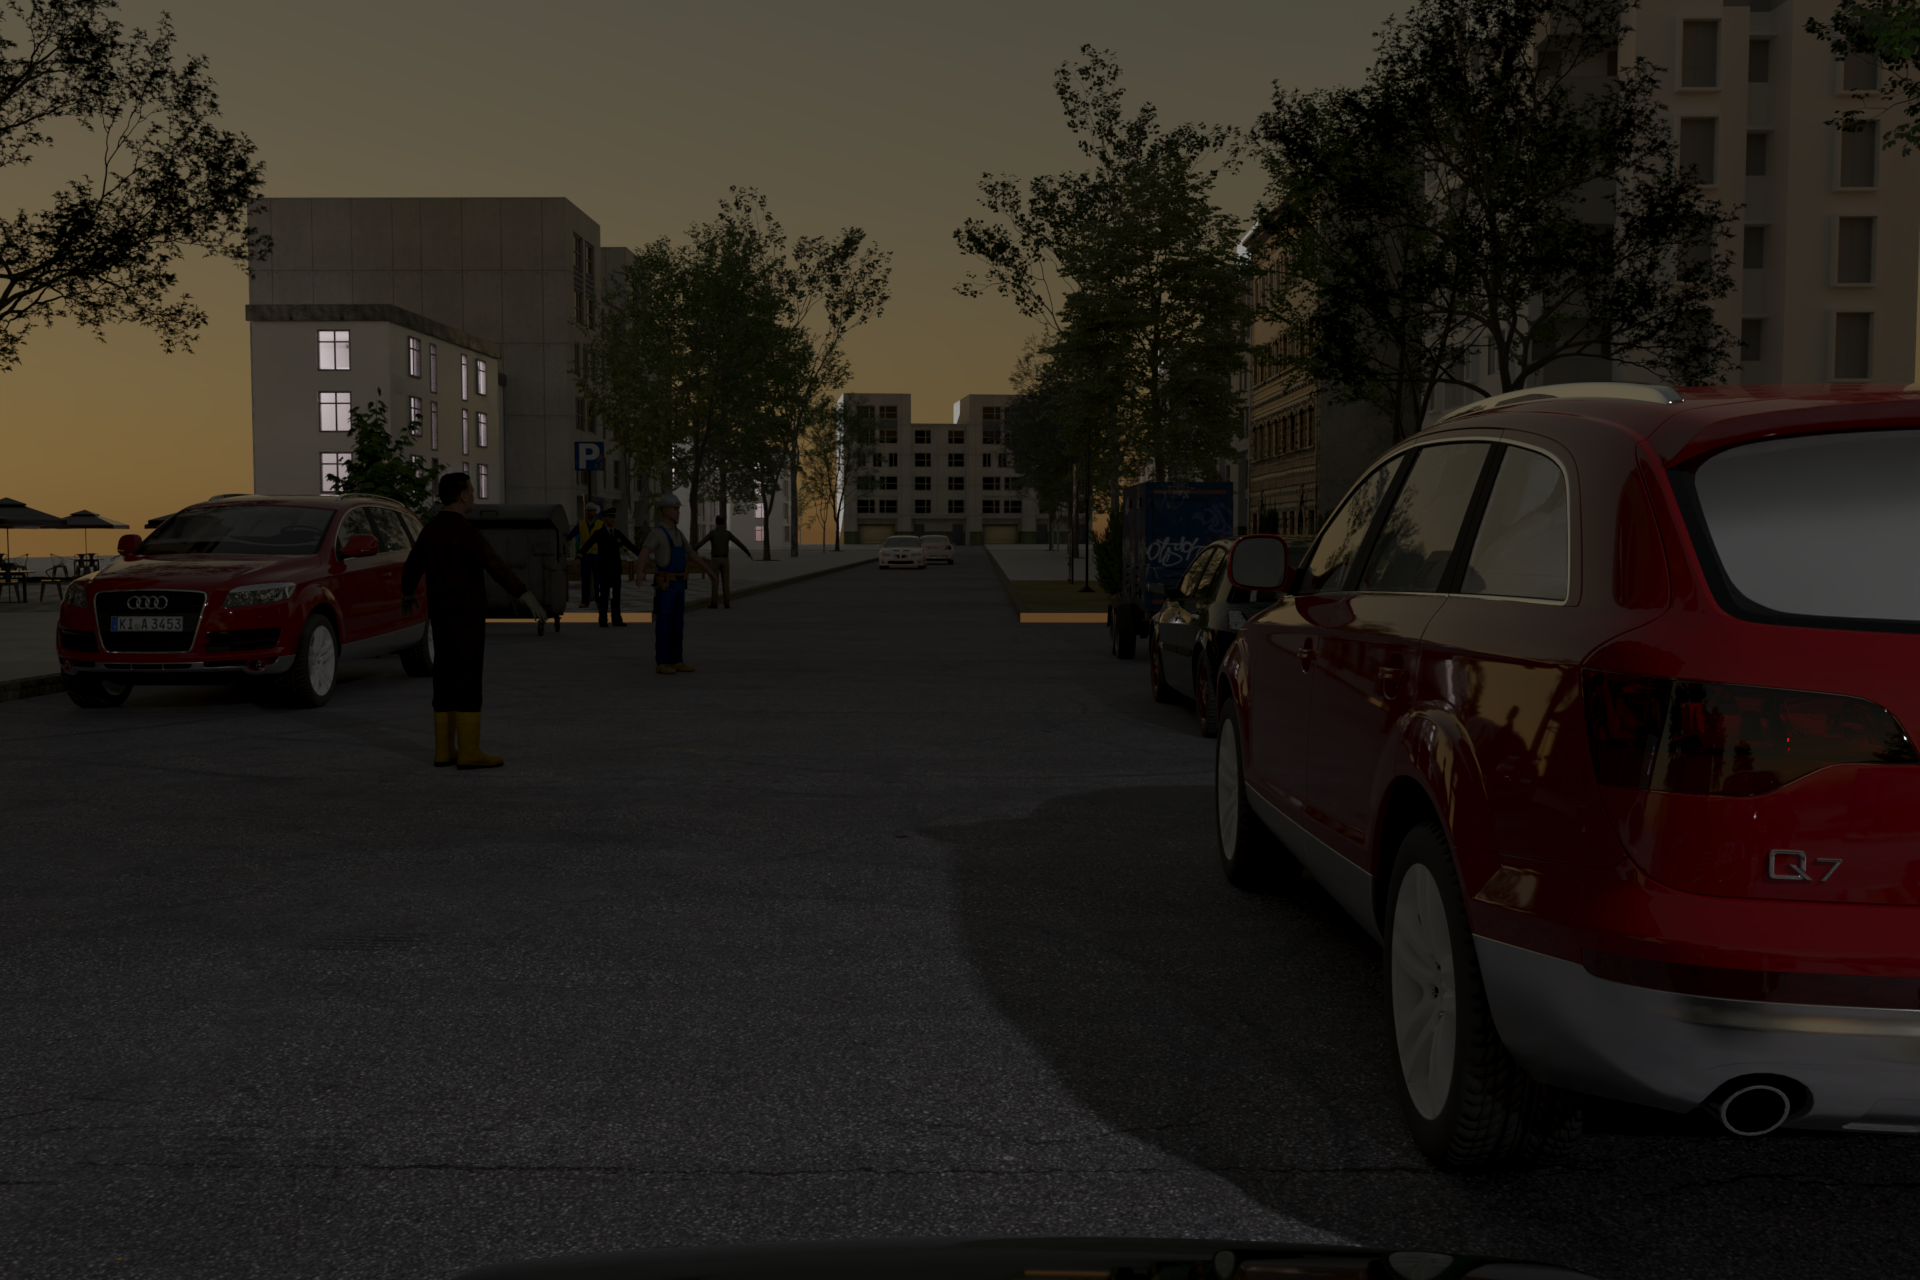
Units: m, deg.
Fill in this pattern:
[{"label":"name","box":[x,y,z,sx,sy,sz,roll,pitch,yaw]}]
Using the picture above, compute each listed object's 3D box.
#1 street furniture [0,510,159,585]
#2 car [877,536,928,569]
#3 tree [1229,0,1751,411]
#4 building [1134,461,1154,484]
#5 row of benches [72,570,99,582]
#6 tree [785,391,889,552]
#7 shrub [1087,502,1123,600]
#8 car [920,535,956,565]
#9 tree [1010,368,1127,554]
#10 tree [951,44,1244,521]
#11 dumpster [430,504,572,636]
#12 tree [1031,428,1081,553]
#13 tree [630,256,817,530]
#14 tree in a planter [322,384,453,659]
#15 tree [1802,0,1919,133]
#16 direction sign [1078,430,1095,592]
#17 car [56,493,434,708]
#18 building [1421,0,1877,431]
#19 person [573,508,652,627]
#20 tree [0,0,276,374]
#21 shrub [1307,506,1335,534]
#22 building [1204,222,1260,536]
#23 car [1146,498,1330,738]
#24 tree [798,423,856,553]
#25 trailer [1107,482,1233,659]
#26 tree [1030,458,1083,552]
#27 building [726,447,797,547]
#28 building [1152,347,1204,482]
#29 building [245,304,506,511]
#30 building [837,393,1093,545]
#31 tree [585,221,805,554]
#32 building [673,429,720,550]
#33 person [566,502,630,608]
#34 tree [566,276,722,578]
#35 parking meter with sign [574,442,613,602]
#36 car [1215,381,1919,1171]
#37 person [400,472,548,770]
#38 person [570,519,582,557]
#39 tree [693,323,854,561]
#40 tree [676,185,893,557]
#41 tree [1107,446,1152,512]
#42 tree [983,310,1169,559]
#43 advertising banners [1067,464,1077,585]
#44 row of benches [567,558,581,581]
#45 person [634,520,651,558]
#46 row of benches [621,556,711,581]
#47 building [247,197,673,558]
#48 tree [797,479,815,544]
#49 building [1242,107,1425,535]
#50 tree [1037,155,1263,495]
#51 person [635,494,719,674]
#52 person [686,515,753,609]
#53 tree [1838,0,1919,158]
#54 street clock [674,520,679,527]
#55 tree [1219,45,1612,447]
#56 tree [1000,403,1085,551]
[{"label":"street furniture","box":[-29.373,-2.418,44.568,27.439,1.986,14.083,0,4,0]},{"label":"car","box":[-2.346,-3.629,71.699,2.083,1.381,4.827,0,4,1]},{"label":"tree","box":[8.332,-5.627,26.416,7.601,10.594,8.767,3,4,38]},{"label":"building","box":[25.257,-15.354,193.189,9.099,9.664,28.070,0,4,1]},{"label":"row of benches","box":[-13.723,-0.887,29.962,4.104,0.672,1.422,2,4,27]},{"label":"tree","box":[-9.008,-12.279,126.518,9.928,11.665,9.643,0,3,0]},{"label":"shrub","box":[3.378,-1.826,33.904,1.661,2.075,1.752,0,3,0]},{"label":"car","box":[-1.239,-4.279,82.329,2.083,1.381,4.827,0,4,-1]},{"label":"tree","box":[6.571,-11.706,109.528,7.486,12.596,7.792,0,3,0]},{"label":"tree","box":[5.153,-13.098,70.034,12.611,20.169,13.585,0,3,0]},{"label":"dumpster","box":[-6.583,-1.010,24.731,1.865,1.857,1.264,0,4,1]},{"label":"tree","box":[6.391,-10.271,118.299,4.737,8.622,4.395,0,3,0]},{"label":"tree","box":[-9.798,-9.366,71.260,7.486,12.596,7.792,0,3,0]},{"label":"tree in a planter","box":[-6.997,-1.444,20.824,1.991,3.239,1.994,0,4,1]},{"label":"tree","box":[23.929,-11.125,37.786,12.611,20.169,13.585,0,3,0]},{"label":"direction sign","box":[2.804,-2.824,38.177,0.379,3.537,0.876,0,4,0]},{"label":"car","box":[-6.270,-0.445,15.955,2.281,1.827,5.304,0,4,0]},{"label":"building","box":[22.661,-12.716,64.321,16.016,20.090,11.380,0,4,0]},{"label":"person","box":[-5.400,-1.125,26.781,1.347,1.837,0.705,-3,5,-40]},{"label":"tree","box":[-12.824,-5.375,22.301,8.767,10.594,7.601,0,4,-3]},{"label":"shrub","box":[9.976,-2.563,46.328,1.690,2.028,1.600,0,3,0]},{"label":"building","box":[25.295,-14.671,106.325,16.747,18.905,31.486,0,4,1]},{"label":"car","box":[2.526,-0.232,13.578,2.009,1.686,4.222,0,4,-1]},{"label":"tree","box":[-9.137,-10.099,115.473,4.360,8.622,3.978,0,3,0]},{"label":"trailer","box":[2.504,-0.845,20.870,1.471,1.999,3.904,0,3,0]},{"label":"tree","box":[7.030,-10.619,123.983,4.737,8.622,4.395,0,3,0]},{"label":"building","box":[-21.462,-14.564,180.270,9.099,9.664,28.070,0,3,0]},{"label":"building","box":[24.138,-19.202,170.374,16.016,20.090,11.380,0,4,1]},{"label":"building","box":[-24.976,-8.275,77.448,9.099,9.664,28.070,0,4,1]},{"label":"building","box":[0.158,-21.800,225.339,31.486,18.905,16.747,0,4,-7]},{"label":"tree","box":[-8.787,-8.058,57.503,9.928,11.665,9.643,0,3,0]},{"label":"building","box":[-25.401,-12.823,151.797,9.099,9.664,28.070,0,4,1]},{"label":"person","box":[-6.430,-1.482,30.197,1.349,1.833,0.705,0,4,-3]},{"label":"tree","box":[-9.347,-6.108,50.228,4.737,8.622,4.395,0,3,0]},{"label":"parking meter with sign","box":[-6.972,-2.279,33.522,0.543,3.016,1.738,0,4,1]},{"label":"car","box":[2.071,0.198,5.433,2.281,1.827,5.304,0,4,1]},{"label":"person","box":[-3.060,-0.125,10.643,1.346,1.812,0.704,3,4,37]},{"label":"person","box":[-13.344,-3.352,60.937,1.347,1.817,0.704,3,5,39]},{"label":"tree","box":[-9.148,-9.606,82.809,9.928,11.665,9.643,0,3,0]},{"label":"tree","box":[-10.782,-14.724,96.632,12.611,20.169,13.585,0,3,0]},{"label":"tree","box":[23.267,-18.841,218.421,12.009,13.543,11.850,0,3,0]},{"label":"tree","box":[6.255,-11.059,91.186,12.009,13.543,11.850,0,3,0]},{"label":"advertising banners","box":[2.865,-2.943,44.305,0.090,3.025,2.074,0,4,0]},{"label":"row of benches","box":[-9.448,-1.667,42.716,1.422,0.672,4.104,-1,4,-13]},{"label":"person","box":[-12.126,-3.693,66.512,0.705,1.813,1.348,3,5,43]},{"label":"row of benches","box":[-8.440,-1.992,48.024,1.422,0.672,4.104,3,5,45]},{"label":"building","box":[-28.881,-14.712,107.006,16.747,18.905,31.486,0,4,1]},{"label":"tree","box":[-20.704,-16.610,221.942,4.737,8.622,4.395,0,3,0]},{"label":"building","box":[24.299,-15.300,81.076,19.493,23.208,18.063,0,4,0]},{"label":"tree","box":[5.845,-8.228,52.655,7.486,12.596,7.792,0,3,0]},{"label":"person","box":[-2.965,-0.584,17.858,0.705,1.847,1.347,2,4,27]},{"label":"person","box":[-4.632,-1.507,33.374,1.348,1.796,0.705,-1,4,-20]},{"label":"tree","box":[8.163,-5.160,10.123,9.928,11.665,9.643,0,3,0]},{"label":"street clock","box":[-7.399,-2.457,44.743,0.358,2.002,0.471,0,4,1]},{"label":"tree","box":[9.608,-6.810,37.100,9.928,11.665,9.643,0,3,0]},{"label":"tree","box":[6.907,-12.591,131.625,9.928,11.665,9.643,0,3,0]}]
